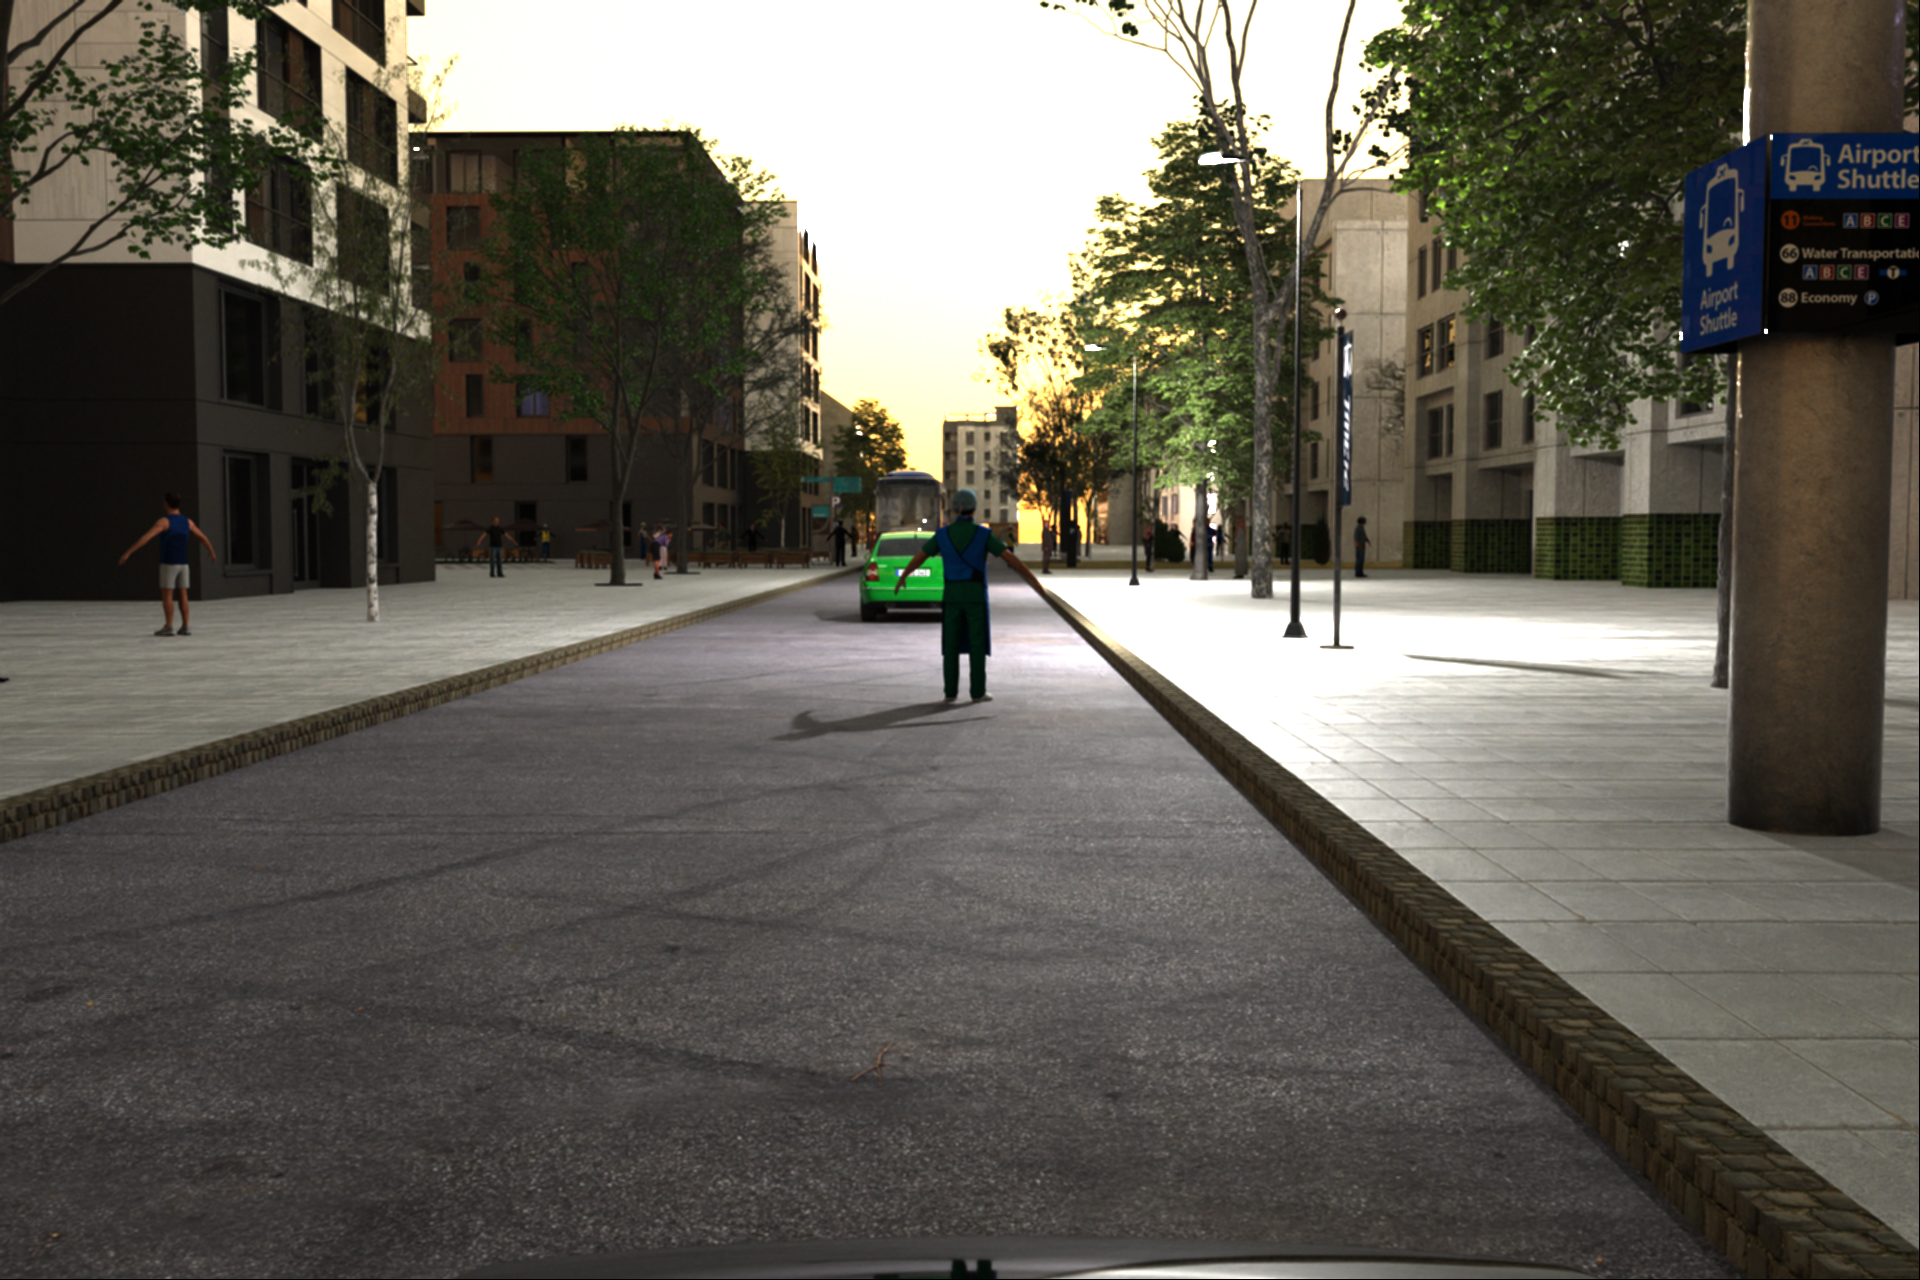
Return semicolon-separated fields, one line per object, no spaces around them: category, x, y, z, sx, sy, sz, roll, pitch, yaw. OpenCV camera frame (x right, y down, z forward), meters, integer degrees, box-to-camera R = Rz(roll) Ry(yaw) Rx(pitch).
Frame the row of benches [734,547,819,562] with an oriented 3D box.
row of benches;-8.581;-3.968;80.341;4.104;0.672;1.422;0;4;-5

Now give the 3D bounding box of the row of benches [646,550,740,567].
row of benches;-10.682;-3.257;68.709;4.104;0.672;1.422;2;4;23

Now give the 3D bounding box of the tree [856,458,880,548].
tree;-7.986;-12.624;156.760;4.360;8.622;3.978;0;3;0

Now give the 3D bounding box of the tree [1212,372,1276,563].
tree;11.536;-7.760;77.242;4.360;8.622;3.978;0;3;0

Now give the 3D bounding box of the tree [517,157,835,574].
tree;-8.815;-8.874;55.462;12.009;13.543;11.850;0;3;0

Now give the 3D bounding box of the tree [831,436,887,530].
tree;-8.042;-10.968;129.683;4.360;8.622;3.978;0;3;0

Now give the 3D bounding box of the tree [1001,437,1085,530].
tree;7.805;-13.366;152.951;8.767;10.594;7.601;0;4;-6

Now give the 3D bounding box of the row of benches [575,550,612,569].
row of benches;-13.658;-3.003;64.564;1.422;0.672;4.104;-1;4;-22

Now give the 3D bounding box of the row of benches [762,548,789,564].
row of benches;-8.095;-3.689;75.775;1.422;0.672;4.104;-1;4;-16

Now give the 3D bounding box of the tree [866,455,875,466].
tree;-18.181;-24.531;256.964;12.611;20.169;13.585;0;3;0

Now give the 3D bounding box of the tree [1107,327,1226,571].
tree;6.375;-6.651;59.108;4.360;8.622;3.978;0;3;0

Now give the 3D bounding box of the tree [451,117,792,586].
tree;-8.343;-7.156;42.759;9.928;11.665;9.643;0;3;0

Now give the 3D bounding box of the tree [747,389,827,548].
tree;-8.706;-8.269;85.567;4.737;8.622;4.395;0;3;0

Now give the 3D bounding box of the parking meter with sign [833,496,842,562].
parking meter with sign;-5.702;-5.153;80.516;0.543;3.016;1.738;0;4;1

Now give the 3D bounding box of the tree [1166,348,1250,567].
tree;9.507;-7.115;66.689;4.360;8.622;3.978;0;3;0

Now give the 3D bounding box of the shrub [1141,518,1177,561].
shrub;9.370;-4.712;81.453;1.690;2.028;1.600;0;3;0

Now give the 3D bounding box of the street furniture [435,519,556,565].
street furniture;-30.207;-3.918;69.094;27.439;1.986;14.083;-1;4;-13

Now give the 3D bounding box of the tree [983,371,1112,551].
tree;7.157;-13.446;130.216;12.009;13.543;11.850;0;3;0

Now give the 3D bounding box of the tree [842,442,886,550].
tree;-7.550;-11.361;136.117;4.737;8.622;4.395;0;3;0

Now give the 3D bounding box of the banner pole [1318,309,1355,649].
banner pole;4.226;-1.779;19.104;0.401;3.779;0.863;0;4;1

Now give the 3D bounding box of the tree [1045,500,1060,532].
tree;15.330;-18.869;258.875;4.360;8.622;3.978;0;3;0

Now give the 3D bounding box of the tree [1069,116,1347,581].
tree;6.718;-7.950;48.113;7.486;12.596;7.792;0;3;0

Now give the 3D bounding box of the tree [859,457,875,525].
tree;-8.359;-12.352;152.314;4.360;8.622;3.978;0;3;0

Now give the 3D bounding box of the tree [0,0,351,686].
tree;-8.606;-5.414;14.274;9.928;11.665;9.643;0;3;0

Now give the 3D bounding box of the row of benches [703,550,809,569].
row of benches;-7.730;-3.025;64.921;4.104;0.672;1.422;1;4;11

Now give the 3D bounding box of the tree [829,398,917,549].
tree;-7.268;-13.832;144.285;7.486;12.596;7.792;0;3;0

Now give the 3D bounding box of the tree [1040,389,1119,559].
tree;6.787;-8.389;87.529;4.360;8.622;3.978;0;3;0

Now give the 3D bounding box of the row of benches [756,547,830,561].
row of benches;-8.090;-4.105;82.580;4.104;0.672;1.422;-1;4;-23

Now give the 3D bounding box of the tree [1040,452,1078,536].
tree;7.860;-11.863;144.325;4.360;8.622;3.978;0;3;0

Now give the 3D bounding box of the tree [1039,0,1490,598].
tree;6.805;-10.822;32.828;12.611;20.169;13.585;0;3;0

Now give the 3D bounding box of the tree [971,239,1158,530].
tree;7.113;-15.798;114.184;12.611;20.169;13.585;0;3;0

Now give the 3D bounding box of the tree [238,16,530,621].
tree;-8.742;-4.571;25.100;4.360;8.622;3.978;0;3;0

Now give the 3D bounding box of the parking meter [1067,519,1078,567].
parking meter;4.349;-3.752;67.058;0.399;1.863;0.255;0;4;-1

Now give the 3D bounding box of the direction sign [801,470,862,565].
direction sign;-5.352;-5.133;72.693;2.525;3.948;1.411;0;4;1

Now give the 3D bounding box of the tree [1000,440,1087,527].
tree;7.959;-13.969;162.811;8.767;10.594;7.601;0;4;3

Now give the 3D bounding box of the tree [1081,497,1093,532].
tree;20.003;-18.695;256.028;4.737;8.622;4.395;0;3;0

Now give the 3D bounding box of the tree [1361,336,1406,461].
tree;22.084;-9.925;72.638;12.009;13.543;11.850;0;3;0

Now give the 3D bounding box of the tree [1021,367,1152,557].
tree;7.054;-9.981;97.607;8.767;10.594;7.601;2;4;27

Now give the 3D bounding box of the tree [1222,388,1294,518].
tree;13.741;-8.064;82.204;4.360;8.622;3.978;0;3;0

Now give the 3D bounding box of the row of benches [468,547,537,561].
row of benches;-21.697;-4.058;81.807;4.104;0.672;1.422;2;4;32

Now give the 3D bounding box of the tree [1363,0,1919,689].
tree;6.588;-5.845;13.698;7.486;12.596;7.792;0;3;0

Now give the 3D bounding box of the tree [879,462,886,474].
tree;-7.684;-13.321;168.162;4.360;8.622;3.978;0;3;0
